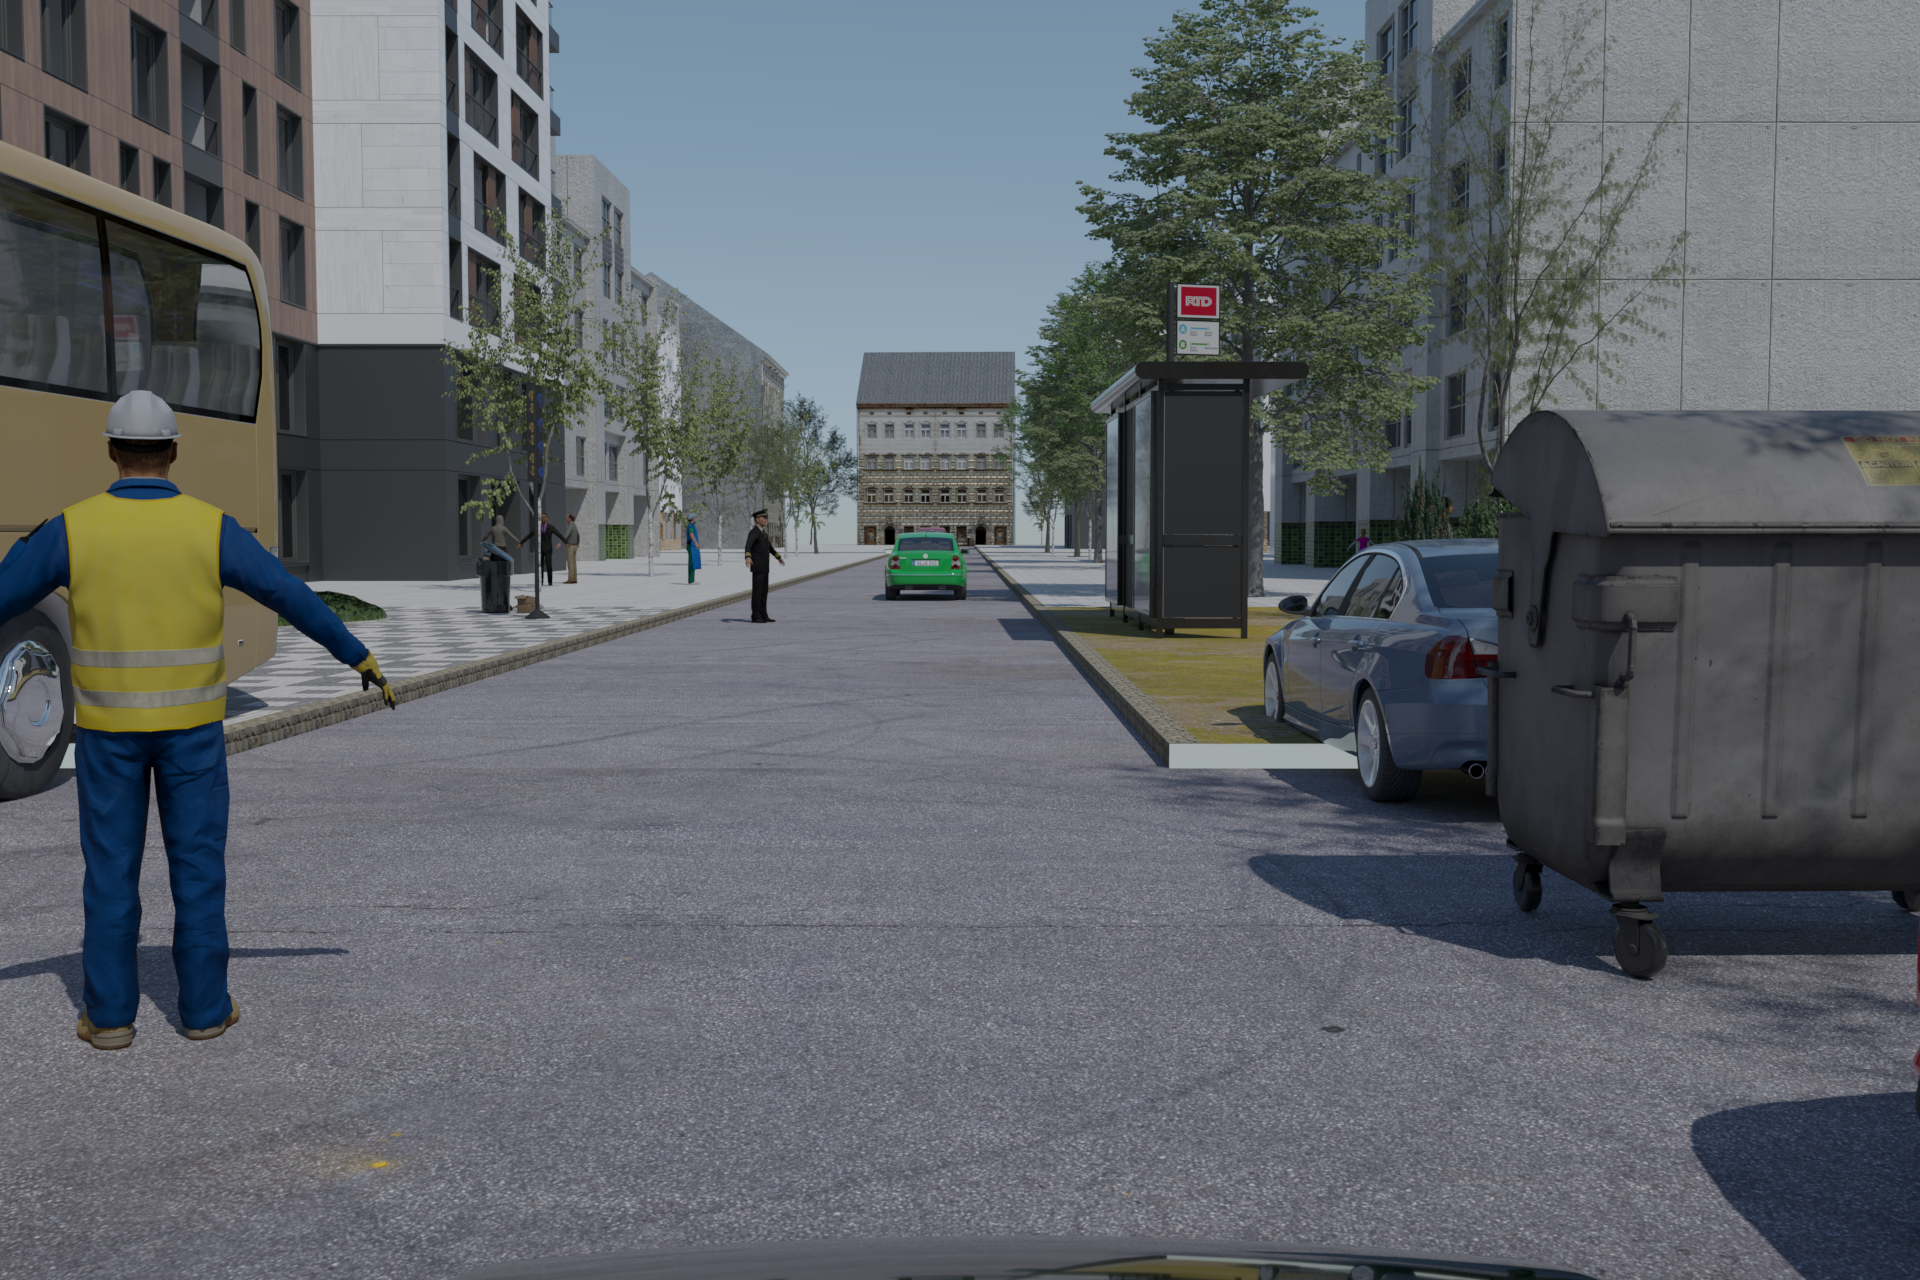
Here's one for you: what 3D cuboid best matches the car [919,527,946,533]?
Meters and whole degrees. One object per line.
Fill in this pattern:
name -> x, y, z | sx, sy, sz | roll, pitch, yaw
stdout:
car -> -1.577, -5.472, 98.132 | 2.281, 1.827, 5.304 | 0, 3, 0

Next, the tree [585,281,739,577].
tree -> -8.969, -6.176, 51.342 | 4.737, 8.622, 4.395 | 0, 3, 0

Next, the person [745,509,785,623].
person -> -3.203, -1.199, 27.995 | 0.705, 1.837, 1.347 | 1, 4, 19

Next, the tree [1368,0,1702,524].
tree -> 7.065, -4.467, 23.398 | 4.360, 8.622, 3.978 | 0, 3, 0

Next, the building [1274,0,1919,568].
building -> 21.830, -11.718, 58.050 | 16.747, 18.905, 31.486 | 0, 3, 0

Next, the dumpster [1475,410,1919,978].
dumpster -> 2.879, 0.132, 6.064 | 1.865, 1.857, 1.264 | 0, 4, -1

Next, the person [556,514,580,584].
person -> -10.054, -2.349, 44.681 | 0.705, 1.796, 1.348 | 1, 4, 9

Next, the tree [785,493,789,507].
tree -> -21.407, -15.409, 202.295 | 4.360, 8.622, 3.978 | 0, 3, 0

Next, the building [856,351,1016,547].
building -> -2.457, -22.890, 207.631 | 18.063, 23.208, 19.493 | 0, 4, 2

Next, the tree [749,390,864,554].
tree -> -9.535, -10.860, 111.974 | 7.601, 10.594, 8.767 | 3, 4, 39

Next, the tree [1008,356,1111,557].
tree -> 6.686, -10.428, 96.248 | 9.928, 11.665, 9.643 | 0, 3, 0

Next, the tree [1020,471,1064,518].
tree -> 10.522, -16.331, 201.426 | 7.601, 10.594, 8.767 | 0, 4, 5

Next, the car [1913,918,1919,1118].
car -> 2.850, 0.443, 1.805 | 2.155, 1.783, 4.494 | 0, 3, 0

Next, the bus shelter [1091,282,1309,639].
bus shelter -> 3.138, -2.917, 25.328 | 2.179, 5.291, 8.768 | 0, 4, -1

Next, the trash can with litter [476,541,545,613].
trash can with litter -> -7.315, -1.028, 28.197 | 1.055, 1.170, 0.624 | 0, 4, 2

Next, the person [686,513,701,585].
person -> -6.747, -2.308, 43.860 | 0.704, 1.817, 1.347 | -1, 4, -12

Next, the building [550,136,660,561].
building -> -25.427, -13.138, 81.260 | 16.747, 18.905, 31.486 | 0, 4, 1

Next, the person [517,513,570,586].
person -> -10.305, -2.246, 42.945 | 1.346, 1.802, 0.704 | 0, 4, 2

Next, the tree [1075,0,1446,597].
tree -> 5.670, -7.163, 35.250 | 7.486, 12.596, 7.792 | 0, 3, 0

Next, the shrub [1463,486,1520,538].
shrub -> 5.752, -0.805, 17.575 | 1.690, 2.028, 1.600 | 0, 3, 0

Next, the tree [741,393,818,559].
tree -> -8.889, -8.526, 89.770 | 4.360, 8.622, 3.978 | 0, 3, 0

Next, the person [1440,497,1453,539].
person -> 7.072, -1.168, 25.248 | 0.704, 1.843, 1.345 | 1, 4, 15

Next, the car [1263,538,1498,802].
car -> 3.040, 0.088, 10.563 | 2.014, 1.417, 4.499 | 0, 4, -1

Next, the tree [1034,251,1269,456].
tree -> 6.617, -8.242, 60.510 | 9.928, 11.665, 9.643 | 0, 3, 0

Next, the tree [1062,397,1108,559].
tree -> 6.338, -8.380, 87.373 | 4.360, 8.622, 3.978 | 0, 3, 0

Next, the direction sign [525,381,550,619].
direction sign -> -6.415, -2.091, 26.191 | 0.379, 3.537, 0.876 | 0, 4, 0

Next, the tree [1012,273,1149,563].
tree -> 5.708, -9.660, 76.076 | 7.486, 12.596, 7.792 | 0, 3, 0

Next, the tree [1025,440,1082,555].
tree -> 5.949, -9.679, 108.615 | 4.737, 8.622, 4.395 | 0, 3, 0

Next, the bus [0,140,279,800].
bus -> -6.246, -0.915, 6.510 | 2.896, 3.916, 12.252 | 0, 4, 0

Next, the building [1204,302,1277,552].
building -> 24.744, -17.259, 138.596 | 16.016, 20.090, 11.380 | 0, 4, 1

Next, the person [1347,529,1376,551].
person -> 11.576, -2.470, 49.656 | 0.991, 1.433, 0.599 | 2, 4, 26

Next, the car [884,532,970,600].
car -> -0.754, -1.847, 38.993 | 1.959, 1.807, 4.718 | 0, 4, -1

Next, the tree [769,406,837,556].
tree -> -9.269, -9.088, 98.951 | 4.737, 8.622, 4.395 | 0, 3, 0

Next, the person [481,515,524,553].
person -> -12.992, -2.621, 48.982 | 1.348, 1.813, 0.705 | 1, 4, 16

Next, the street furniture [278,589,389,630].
street furniture -> -11.307, -0.383, 21.888 | 5.734, 0.657, 10.072 | 1, 4, 9

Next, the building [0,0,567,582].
building -> -27.854, -12.254, 44.327 | 27.936, 21.610, 32.646 | 0, 4, 0

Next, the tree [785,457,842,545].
tree -> -17.680, -16.776, 208.691 | 7.601, 10.594, 8.767 | 0, 4, 8

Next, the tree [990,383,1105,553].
tree -> 5.879, -11.666, 116.487 | 9.928, 11.665, 9.643 | 0, 3, 0

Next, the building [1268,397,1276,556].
building -> 23.015, -9.061, 90.293 | 9.099, 9.664, 28.070 | 0, 4, 0

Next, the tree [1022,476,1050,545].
tree -> 9.650, -15.805, 208.770 | 4.737, 8.622, 4.395 | 0, 3, 0

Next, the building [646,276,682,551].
building -> -27.627, -16.636, 128.417 | 16.016, 20.090, 11.380 | 0, 4, -1

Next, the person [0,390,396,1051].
person -> -2.299, 0.214, 4.920 | 1.349, 1.833, 0.705 | -2, 4, -24

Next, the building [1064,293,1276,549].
building -> 23.657, -19.533, 163.338 | 27.936, 21.610, 32.646 | 0, 3, 0

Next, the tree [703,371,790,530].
tree -> -9.385, -7.804, 77.965 | 4.360, 8.622, 3.978 | 0, 3, 0

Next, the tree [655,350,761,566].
tree -> -9.781, -7.280, 69.391 | 4.737, 8.622, 4.395 | 0, 3, 0

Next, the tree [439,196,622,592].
tree -> -9.406, -5.373, 38.212 | 4.737, 8.622, 4.395 | 0, 3, 0

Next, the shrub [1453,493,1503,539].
shrub -> 8.914, -1.520, 28.902 | 1.661, 2.075, 1.752 | 0, 3, 0

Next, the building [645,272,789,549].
building -> -25.850, -19.793, 154.536 | 19.493, 23.208, 18.063 | 0, 3, 0
